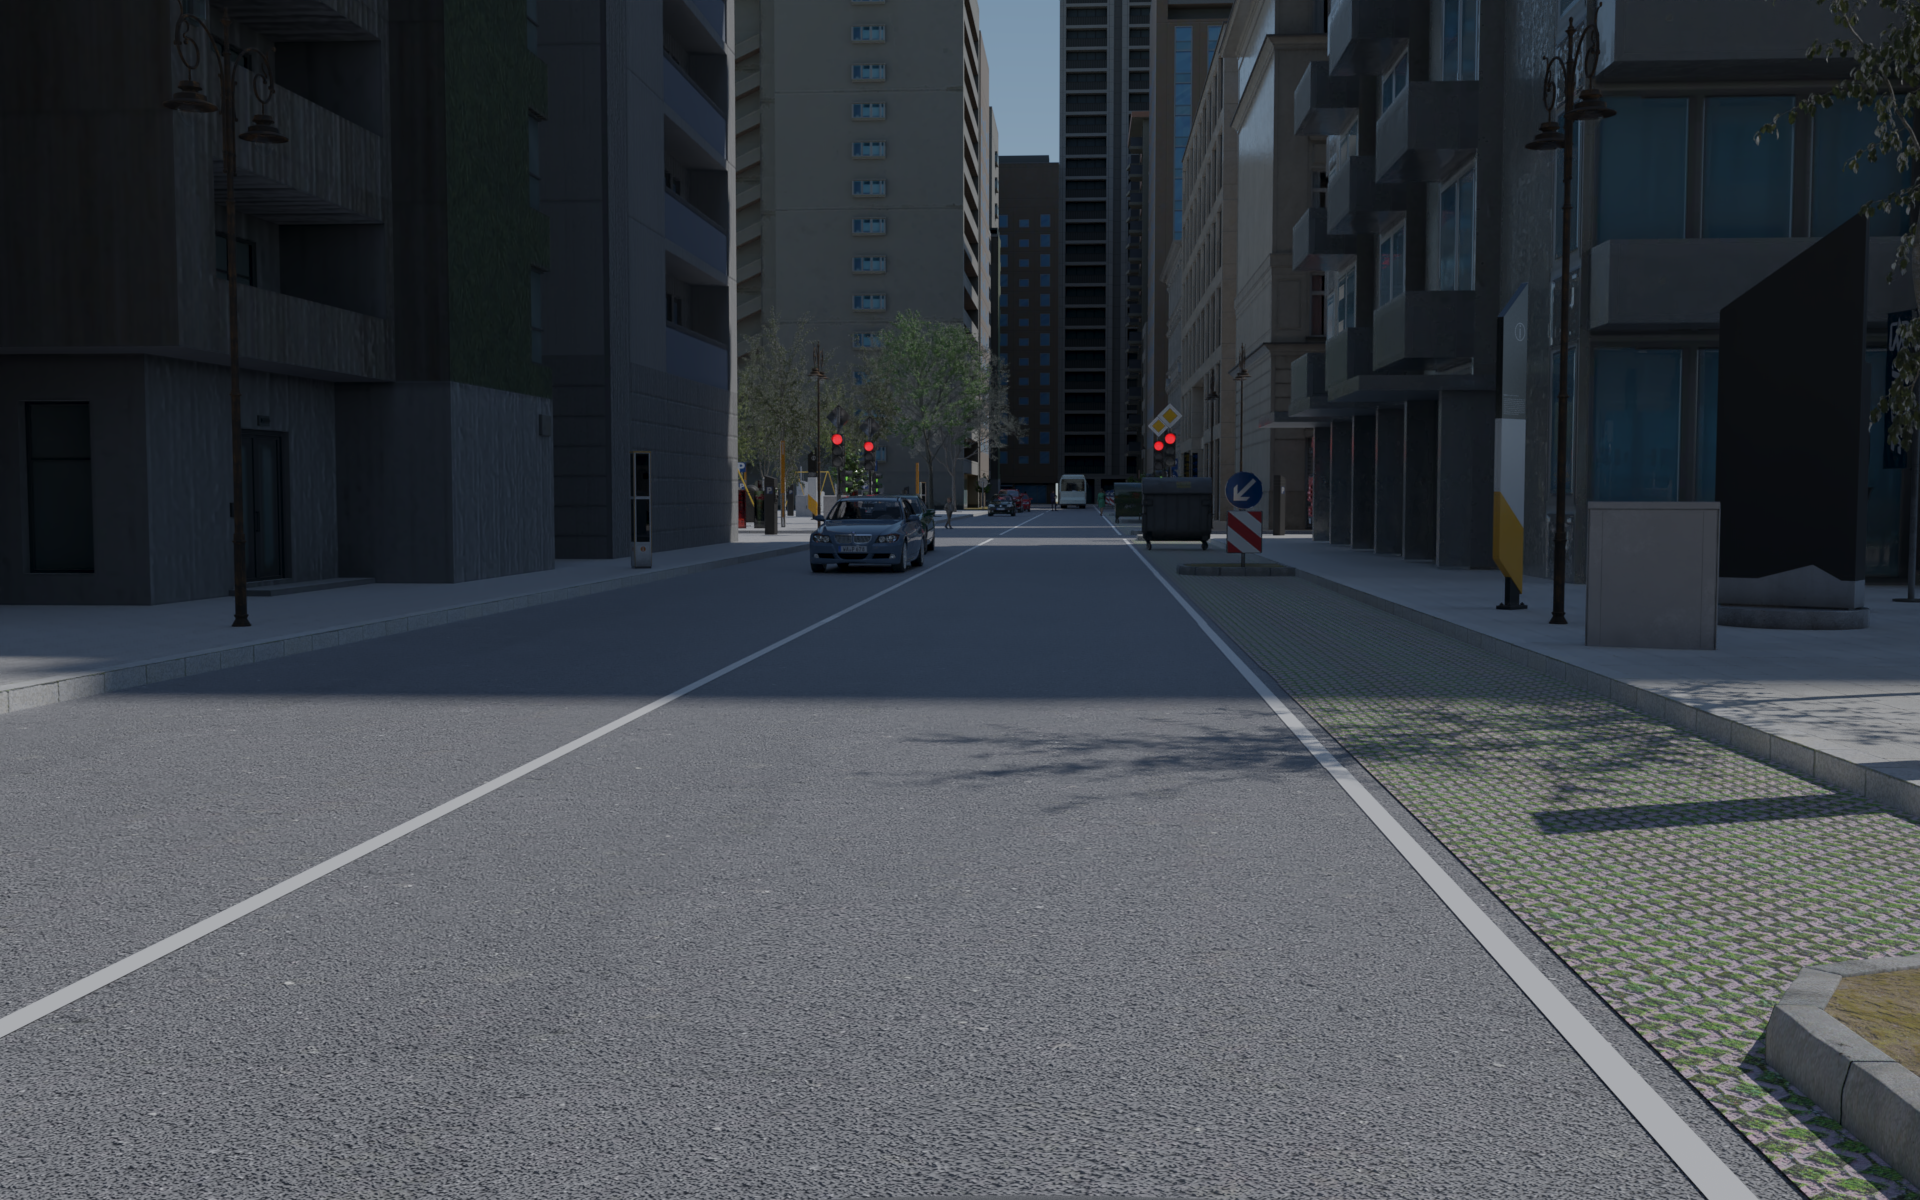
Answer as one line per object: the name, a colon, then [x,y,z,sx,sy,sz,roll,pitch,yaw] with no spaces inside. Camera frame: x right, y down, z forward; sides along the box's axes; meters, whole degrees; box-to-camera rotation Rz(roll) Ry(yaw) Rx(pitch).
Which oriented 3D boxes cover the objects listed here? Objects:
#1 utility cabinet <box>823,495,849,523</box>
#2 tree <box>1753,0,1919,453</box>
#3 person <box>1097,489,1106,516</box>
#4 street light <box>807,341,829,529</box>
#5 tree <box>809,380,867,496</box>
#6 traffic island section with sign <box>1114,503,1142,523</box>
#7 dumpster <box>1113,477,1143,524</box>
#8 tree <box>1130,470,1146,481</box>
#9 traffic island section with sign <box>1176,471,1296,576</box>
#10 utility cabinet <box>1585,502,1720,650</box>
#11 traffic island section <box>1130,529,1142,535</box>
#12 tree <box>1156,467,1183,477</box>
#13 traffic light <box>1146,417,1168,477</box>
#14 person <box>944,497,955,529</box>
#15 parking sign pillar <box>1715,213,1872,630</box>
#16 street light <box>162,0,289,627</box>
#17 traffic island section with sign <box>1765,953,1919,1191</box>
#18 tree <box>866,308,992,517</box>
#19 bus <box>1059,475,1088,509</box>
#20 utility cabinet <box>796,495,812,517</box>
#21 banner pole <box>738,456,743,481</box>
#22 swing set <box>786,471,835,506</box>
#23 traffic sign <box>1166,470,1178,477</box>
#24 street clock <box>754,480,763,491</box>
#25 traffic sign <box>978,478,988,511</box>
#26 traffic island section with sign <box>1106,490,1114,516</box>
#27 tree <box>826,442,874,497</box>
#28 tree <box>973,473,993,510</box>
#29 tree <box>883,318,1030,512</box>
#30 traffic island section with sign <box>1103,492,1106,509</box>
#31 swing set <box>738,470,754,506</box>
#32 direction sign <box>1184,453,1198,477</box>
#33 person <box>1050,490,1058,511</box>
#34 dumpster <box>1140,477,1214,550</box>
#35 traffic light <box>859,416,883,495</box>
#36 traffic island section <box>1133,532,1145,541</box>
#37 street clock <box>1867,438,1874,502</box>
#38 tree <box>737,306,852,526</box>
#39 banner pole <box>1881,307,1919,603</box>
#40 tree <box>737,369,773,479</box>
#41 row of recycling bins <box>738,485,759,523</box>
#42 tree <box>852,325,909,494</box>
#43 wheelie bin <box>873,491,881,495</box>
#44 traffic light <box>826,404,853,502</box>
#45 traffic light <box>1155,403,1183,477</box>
utility cabinet: [-5.131,-3.699,71.638,1.020,1.237,0.306,0,4,2]
tree: [6.621,-3.706,10.950,4.360,8.622,3.978,0,3,0]
person: [9.264,-6.403,113.442,0.600,1.795,0.529,1,4,13]
street light: [-4.282,-4.875,52.499,0.468,5.910,1.993,0,4,4]
tree: [-7.715,-9.782,110.290,4.737,8.622,4.395,0,3,0]
traffic island section with sign: [8.836,-4.761,86.478,1.989,1.847,2.006,0,4,4]
dumpster: [8.412,-4.830,83.922,1.985,2.255,1.502,0,4,3]
tree: [14.637,-8.796,138.421,1.663,3.219,1.824,0,3,0]
traffic island section with sign: [4.899,-1.366,30.968,1.989,1.847,2.006,0,4,4]
utility cabinet: [5.797,-0.205,14.509,1.020,1.237,0.306,2,4,24]
traffic island section: [7.059,-2.405,61.595,2.009,0.180,2.903,0,4,4]
tree: [11.813,-6.290,97.435,1.663,3.219,1.824,0,3,0]
traffic light: [7.020,-4.438,61.484,0.839,4.253,0.868,0,4,4]
person: [-0.429,-3.552,70.848,0.475,1.303,0.640,-3,5,-41]
parking sign pillar: [8.129,-1.740,16.917,1.447,3.967,1.447,3,5,39]
street light: [-6.968,-2.681,16.617,0.468,5.910,1.993,0,4,4]
traffic island section with sign: [2.978,0.296,3.791,1.989,1.847,2.006,0,4,4]
tree: [-1.768,-10.514,97.652,9.928,11.665,9.643,0,3,0]
bus: [11.376,-10.934,173.625,2.948,3.499,13.247,0,4,4]
utility cabinet: [-8.769,-5.294,97.726,1.020,1.237,0.306,1,4,22]
banner pole: [-14.556,-7.640,114.923,0.401,3.779,0.863,1,4,22]
swing set: [-10.399,-7.521,120.582,3.119,2.851,2.862,2,4,34]
traffic sign: [10.555,-5.312,86.959,0.768,2.556,0.104,1,4,10]
street clock: [-10.442,-5.229,90.063,0.471,2.002,0.358,2,4,35]
traffic sign: [1.781,-8.226,134.597,0.768,2.556,0.104,1,4,14]
traffic island section with sign: [10.741,-6.406,113.366,1.989,1.847,2.006,0,4,4]
tree: [-4.012,-4.253,64.131,1.663,3.219,1.824,0,3,0]
tree: [2.092,-9.108,143.518,1.663,3.219,1.824,0,3,0]
tree: [-0.519,-12.947,122.059,12.009,13.543,11.850,0,3,0]
traffic island section with sign: [16.235,-11.154,190.995,1.989,1.847,2.006,0,4,4]
swing set: [-10.457,-4.768,75.577,2.862,2.851,3.119,1,4,11]
direction sign: [12.599,-6.277,94.627,0.876,3.537,0.379,-2,4,-24]
person: [7.958,-8.363,145.685,0.683,1.767,0.568,-3,5,-39]
dumpster: [5.536,-2.209,44.330,1.865,1.857,1.264,0,4,5]
traffic light: [-3.217,-4.481,62.190,0.839,4.253,0.868,0,4,4]
traffic island section: [6.494,-1.917,53.630,2.009,0.180,2.903,0,4,4]
street clock: [9.832,-0.885,19.034,0.358,2.002,0.471,2,4,23]
tree: [-6.763,-7.238,68.706,4.360,8.622,3.978,0,3,0]
banner pole: [11.314,-1.880,20.756,0.401,3.779,0.863,0,4,-5]
tree: [-12.665,-9.041,98.181,4.737,8.622,4.395,0,3,0]
row of recycling bins: [-10.571,-4.378,78.696,3.534,1.692,1.069,2,4,31]
tree: [-4.024,-7.683,75.974,4.360,8.622,3.978,0,3,0]
wheelie bin: [-6.001,-7.101,124.015,0.693,1.594,0.980,0,4,-7]
traffic light: [-3.782,-3.994,54.225,0.839,4.253,0.868,0,4,4]
traffic light: [6.455,-3.951,53.519,0.839,4.253,0.868,0,4,4]
